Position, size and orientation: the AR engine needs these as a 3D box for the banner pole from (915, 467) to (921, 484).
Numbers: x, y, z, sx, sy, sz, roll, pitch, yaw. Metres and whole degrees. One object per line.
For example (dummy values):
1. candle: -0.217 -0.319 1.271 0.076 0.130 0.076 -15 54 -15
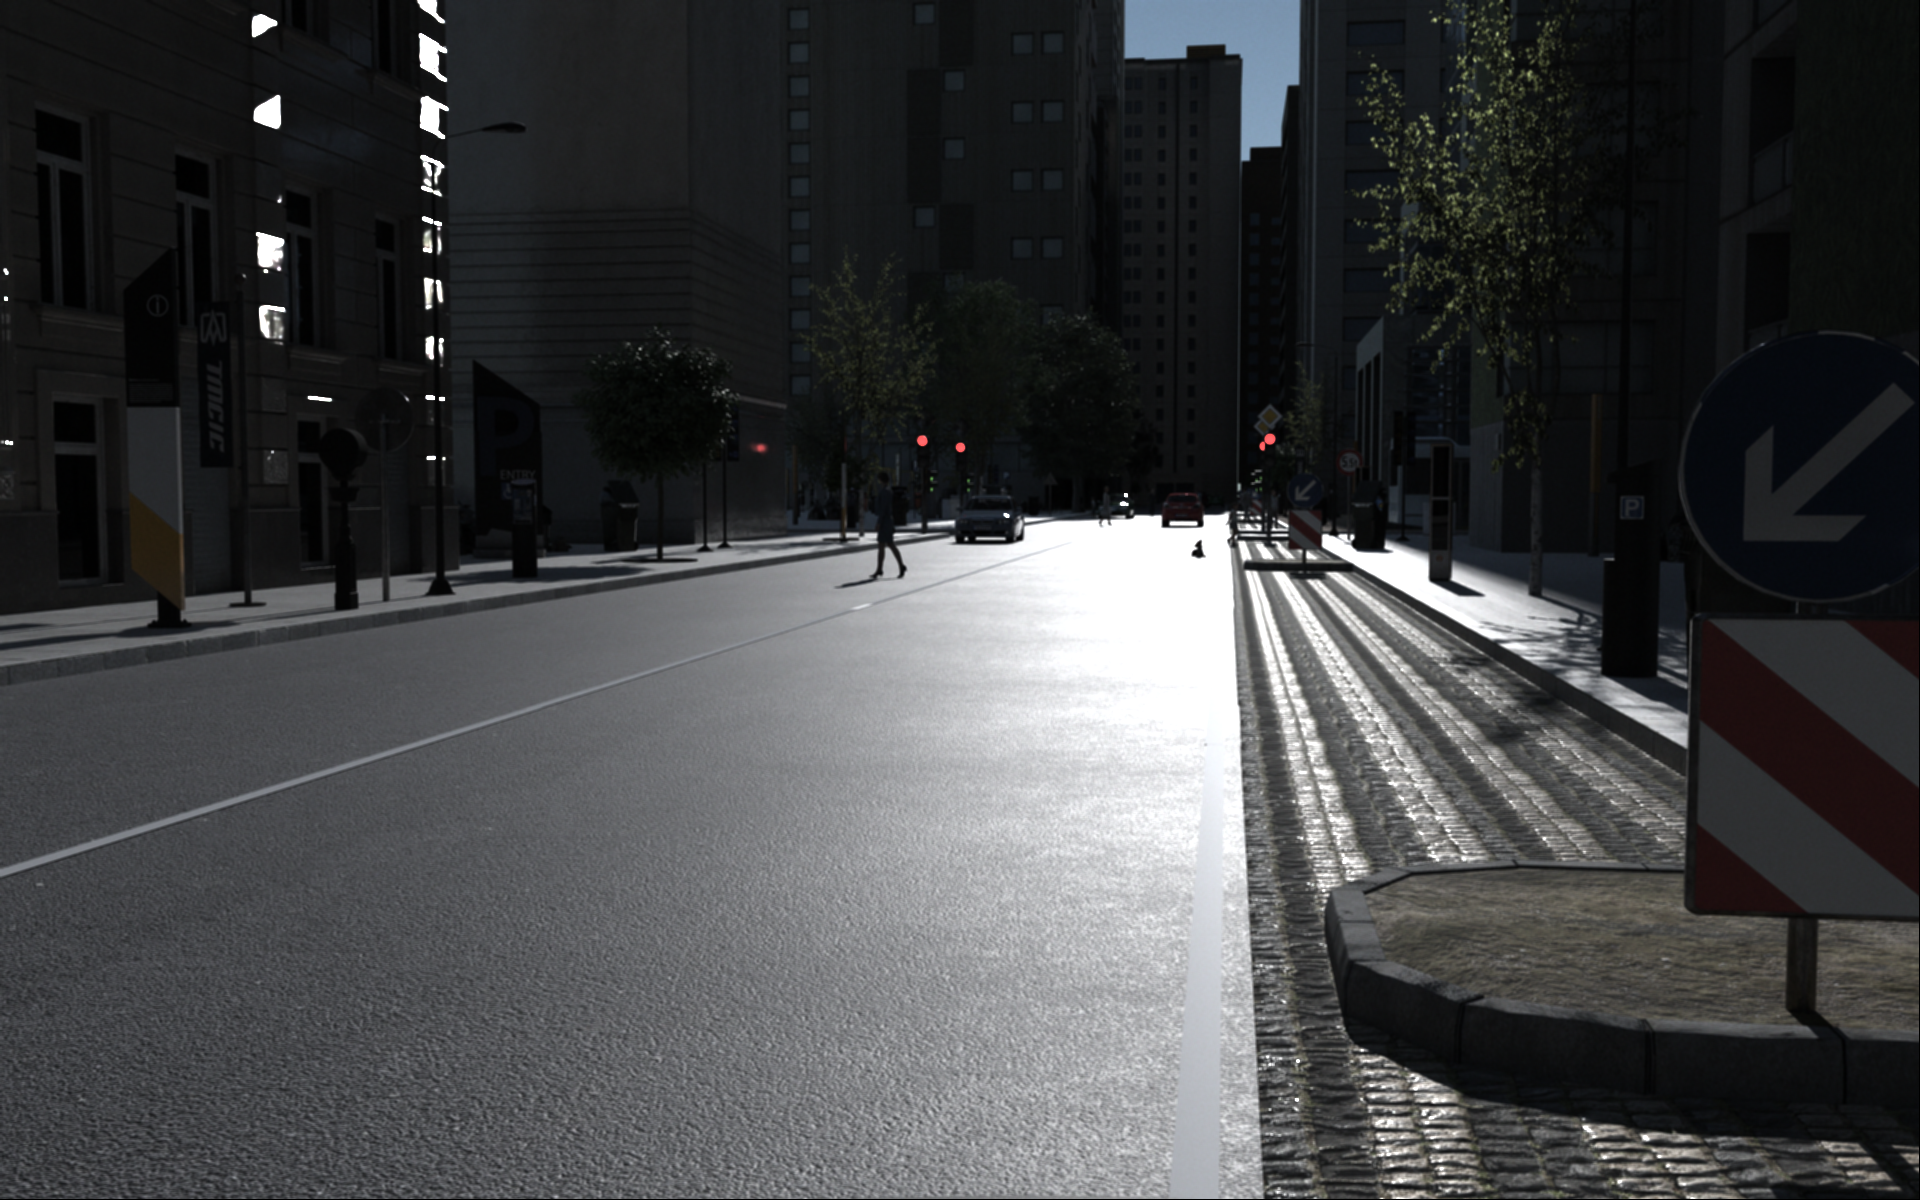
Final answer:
1. banner pole: -3.181 -8.646 131.379 0.863 3.779 0.401 2 4 33

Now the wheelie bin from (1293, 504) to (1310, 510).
1. wheelie bin: 14.589 -4.033 73.851 0.693 1.594 0.980 -1 4 -10

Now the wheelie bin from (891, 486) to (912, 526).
1. wheelie bin: -2.452 -3.833 70.577 0.980 1.594 0.693 0 4 -5

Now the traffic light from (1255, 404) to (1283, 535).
1. traffic light: 9.600 -3.971 53.853 0.839 4.253 0.868 1 4 9

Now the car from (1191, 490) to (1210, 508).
1. car: 24.195 -10.224 175.830 2.281 1.827 5.304 1 4 9

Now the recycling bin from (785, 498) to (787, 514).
1. recycling bin: -11.581 -6.043 111.349 0.722 1.027 0.722 1 4 13

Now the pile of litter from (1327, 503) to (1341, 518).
1. pile of litter: 20.083 -4.939 94.720 1.719 0.858 1.176 0 4 8

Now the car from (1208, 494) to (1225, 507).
1. car: 28.151 -11.106 190.374 1.959 1.807 4.718 1 4 9

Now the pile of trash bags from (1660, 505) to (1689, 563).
1. pile of trash bags: 14.681 -1.444 33.356 3.447 1.369 1.912 -1 4 -13

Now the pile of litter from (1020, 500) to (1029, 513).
1. pile of litter: 4.628 -6.354 117.845 1.176 0.858 1.719 2 4 33

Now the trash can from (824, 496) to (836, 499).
1. trash can: -7.994 -5.816 106.747 0.748 1.137 0.748 0 3 0

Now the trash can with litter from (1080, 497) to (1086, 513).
1. trash can with litter: 8.144 -6.529 118.138 0.624 1.170 1.055 2 4 29

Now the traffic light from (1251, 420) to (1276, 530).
1. traffic light: 10.817 -4.454 61.745 0.839 4.253 0.868 1 4 9

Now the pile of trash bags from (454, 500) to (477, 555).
1. pile of trash bags: -11.881 -1.677 37.168 3.447 1.369 1.912 1 4 23

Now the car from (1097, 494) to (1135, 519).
1. car: 9.133 -5.452 100.936 2.131 1.459 4.920 1 4 10

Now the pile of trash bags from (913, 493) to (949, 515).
1. pile of trash bags: -1.786 -5.922 106.571 1.912 1.369 3.447 2 4 33

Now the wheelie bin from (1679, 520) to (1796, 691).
1. wheelie bin: 4.935 -0.187 10.971 0.693 1.594 0.980 1 4 12

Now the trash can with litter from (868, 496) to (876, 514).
1. trash can with litter: -5.448 -6.241 113.429 0.624 1.170 1.055 3 5 45

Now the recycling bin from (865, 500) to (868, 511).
1. recycling bin: -7.281 -7.118 128.930 0.722 1.027 0.722 -2 4 -29

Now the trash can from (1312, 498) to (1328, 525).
1. trash can: 14.724 -3.625 70.914 0.748 1.137 0.748 0 3 0

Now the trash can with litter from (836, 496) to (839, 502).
1. trash can with litter: -8.536 -7.056 126.424 2.233 1.210 1.678 2 4 25

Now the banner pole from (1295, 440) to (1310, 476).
1. banner pole: 15.968 -5.537 80.548 0.863 3.779 0.401 1 4 20

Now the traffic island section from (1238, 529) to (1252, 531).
1. traffic island section: 10.855 -2.420 61.853 2.009 0.180 2.903 1 4 9

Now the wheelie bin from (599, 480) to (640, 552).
1. wheelie bin: -7.669 -1.891 38.825 0.693 1.594 0.980 3 4 36

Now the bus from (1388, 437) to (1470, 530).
1. bus: 20.696 -3.718 55.650 13.247 3.499 2.948 0 4 7

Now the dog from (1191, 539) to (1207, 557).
1. dog: 5.505 -1.180 39.479 0.550 0.427 0.748 3 4 36

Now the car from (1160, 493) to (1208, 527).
1. car: 9.947 -4.163 77.103 2.155 1.783 4.494 1 4 9

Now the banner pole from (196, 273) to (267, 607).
1. banner pole: -8.388 -1.824 19.838 0.863 3.779 0.401 1 4 19

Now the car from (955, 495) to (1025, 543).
1. car: 0.938 -2.468 52.361 2.014 1.417 4.499 0 4 8

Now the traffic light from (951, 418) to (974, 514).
1. traffic light: 0.080 -4.554 63.379 0.839 4.253 0.868 1 4 9

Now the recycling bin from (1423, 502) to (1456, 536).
1. recycling bin: 14.770 -2.496 53.356 0.722 1.027 0.722 -2 4 -35

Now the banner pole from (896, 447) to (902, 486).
1. banner pole: -3.293 -6.312 93.222 0.401 3.779 0.863 -2 4 -25

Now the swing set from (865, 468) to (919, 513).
1. swing set: -4.657 -7.283 116.692 3.119 2.851 2.862 -1 4 -22

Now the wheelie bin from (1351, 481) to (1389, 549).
1. wheelie bin: 9.619 -2.005 40.685 0.693 1.594 0.980 -3 5 -40

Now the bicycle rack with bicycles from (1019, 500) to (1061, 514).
1. bicycle rack with bicycles: 5.127 -6.008 111.610 2.925 0.926 2.852 -1 4 -22

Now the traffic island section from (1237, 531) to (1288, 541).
1. traffic island section: 9.638 -1.938 53.961 2.009 0.180 2.903 1 4 9

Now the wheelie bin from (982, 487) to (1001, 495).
1. wheelie bin: 1.404 -4.102 74.974 0.980 1.594 0.693 -1 4 -9

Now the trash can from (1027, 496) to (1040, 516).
1. trash can: 4.402 -5.618 103.511 0.748 1.137 0.748 0 3 0

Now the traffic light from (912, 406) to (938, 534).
1. traffic light: -1.137 -4.071 55.486 0.839 4.253 0.868 1 4 9

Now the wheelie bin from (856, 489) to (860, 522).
1. wheelie bin: -4.728 -4.306 78.318 0.693 1.594 0.980 2 4 33

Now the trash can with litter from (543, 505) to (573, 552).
1. trash can with litter: -9.162 -1.648 38.335 0.624 1.170 1.055 3 5 41

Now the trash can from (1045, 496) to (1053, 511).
1. trash can: 6.739 -7.320 131.332 0.748 1.137 0.748 0 3 0

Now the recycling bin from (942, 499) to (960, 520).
1. recycling bin: -0.415 -4.544 86.848 0.722 1.027 0.722 -3 4 -36

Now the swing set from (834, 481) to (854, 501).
1. swing set: -8.369 -8.691 139.712 3.119 2.851 2.862 1 4 19
